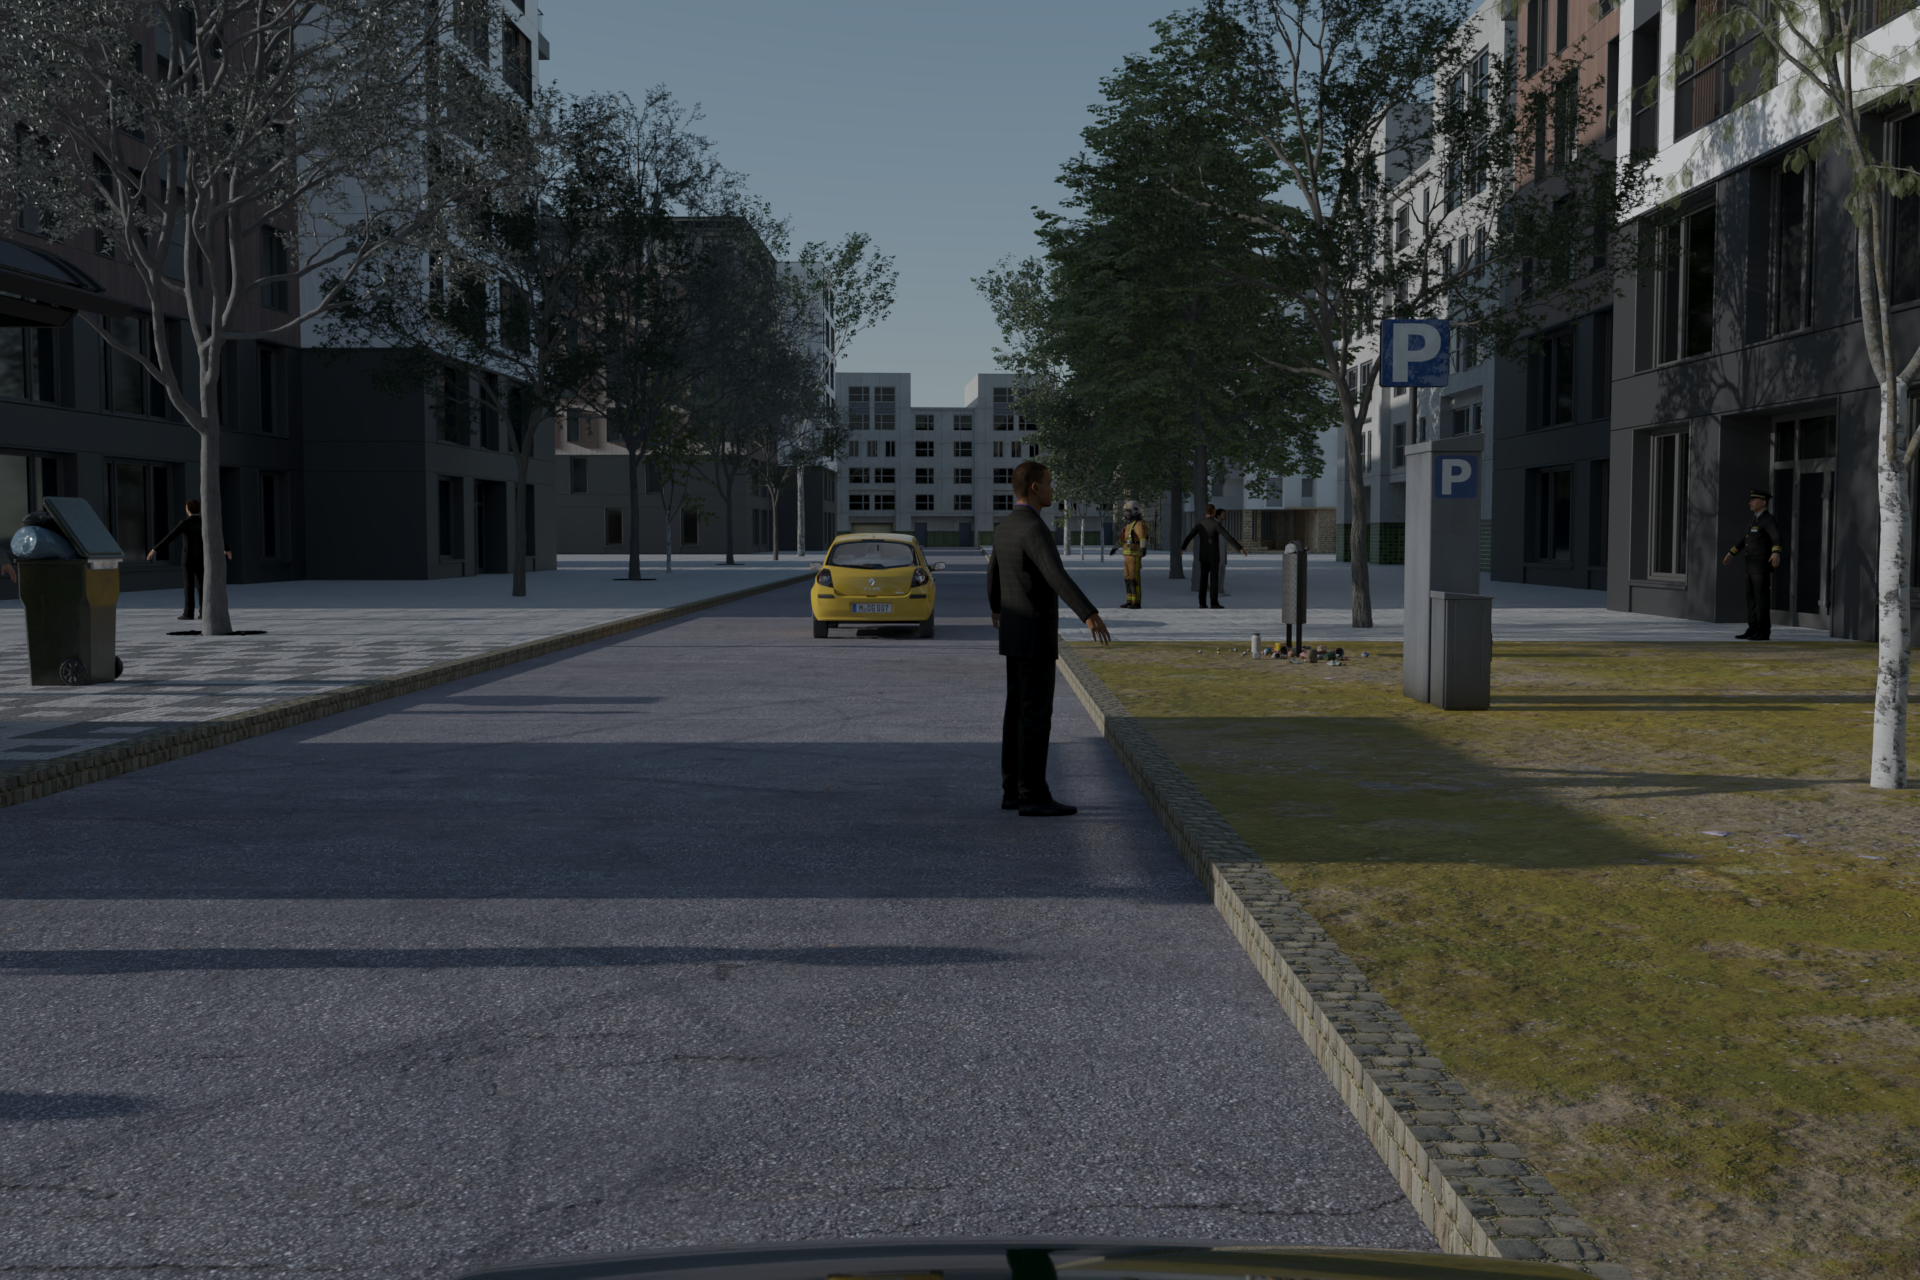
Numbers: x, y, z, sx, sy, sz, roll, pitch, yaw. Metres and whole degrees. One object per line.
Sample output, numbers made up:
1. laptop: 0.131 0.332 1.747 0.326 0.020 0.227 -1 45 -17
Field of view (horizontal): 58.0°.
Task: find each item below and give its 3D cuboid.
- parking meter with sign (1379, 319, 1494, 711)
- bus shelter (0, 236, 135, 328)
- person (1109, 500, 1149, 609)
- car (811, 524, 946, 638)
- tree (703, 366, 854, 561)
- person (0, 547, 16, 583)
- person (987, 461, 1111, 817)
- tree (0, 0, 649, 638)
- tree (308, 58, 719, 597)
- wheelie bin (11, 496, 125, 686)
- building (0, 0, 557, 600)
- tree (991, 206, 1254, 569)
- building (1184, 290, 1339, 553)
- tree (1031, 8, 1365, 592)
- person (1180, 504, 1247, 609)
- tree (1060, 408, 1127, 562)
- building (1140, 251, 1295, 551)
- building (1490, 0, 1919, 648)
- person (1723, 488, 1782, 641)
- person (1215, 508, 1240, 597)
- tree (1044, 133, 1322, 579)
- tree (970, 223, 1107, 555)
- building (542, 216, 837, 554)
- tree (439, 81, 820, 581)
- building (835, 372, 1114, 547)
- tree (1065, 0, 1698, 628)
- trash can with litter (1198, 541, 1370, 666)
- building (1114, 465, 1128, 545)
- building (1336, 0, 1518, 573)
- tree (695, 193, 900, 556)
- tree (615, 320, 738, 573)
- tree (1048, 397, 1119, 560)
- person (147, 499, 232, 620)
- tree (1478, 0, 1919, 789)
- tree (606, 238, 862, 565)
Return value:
1. parking meter with sign: 3.692 -1.044 13.322 0.543 3.016 1.738 0 4 0
2. bus shelter: -6.777 -0.939 9.269 2.014 3.302 5.546 0 4 2
3. person: 2.938 -1.463 29.693 0.705 1.858 1.354 -1 4 -19
4. car: -1.210 -0.918 25.240 2.015 1.641 3.980 0 4 -1
5. tree: -8.760 -9.148 83.990 8.767 10.594 7.601 2 4 26
6. person: -8.184 -0.460 13.789 1.348 1.796 0.705 0 4 -5
7. person: 0.386 -0.014 8.911 0.704 1.802 1.346 -1 4 -21
8. tree: -9.531 -6.799 21.526 12.009 13.543 11.850 0 3 0
9. tree: -9.061 -6.151 34.979 8.767 10.594 7.601 0 4 -6
10. wheelie bin: -7.640 -0.422 14.813 0.693 1.594 0.980 0 4 1
11. building: -28.713 -12.324 45.478 27.936 21.610 32.646 0 4 1
12. tree: 6.310 -9.609 63.757 9.857 13.997 8.962 0 3 0
13. building: 22.015 -16.656 128.743 16.016 20.090 11.380 0 4 1
14. tree: 4.993 -7.365 38.546 7.486 12.596 7.792 0 3 0
15. person: 4.308 -1.440 29.762 1.346 1.802 0.704 3 5 42
16. tree: 6.608 -7.839 78.533 4.360 8.622 3.978 0 3 0
17. building: 24.547 -18.927 140.386 19.493 23.208 18.063 0 3 0
18. building: 24.869 -11.416 30.622 27.936 21.610 32.646 0 4 1
19. person: 9.638 -0.919 20.962 0.705 1.837 1.347 0 4 0
20. person: 5.363 -1.800 35.618 0.705 1.806 1.347 2 4 35
21. tree: 6.263 -7.991 48.774 7.486 12.596 7.792 0 3 0
22. tree: 7.288 -15.081 102.458 12.611 20.169 13.585 0 3 0
23. building: -24.248 -17.371 127.989 27.936 21.610 32.646 0 4 0
24. tree: -8.940 -8.381 47.407 12.009 13.543 11.850 0 3 0
25. building: 1.267 -20.088 197.354 31.486 18.905 16.747 0 4 -5
26. tree: 5.586 -5.466 23.786 8.767 10.594 7.601 0 4 7
27. trash can with litter: 3.427 -0.417 17.873 1.678 1.210 2.233 0 4 -1
28. building: 25.329 -20.832 171.531 19.493 23.208 18.063 0 4 0
29. building: 25.776 -12.090 64.134 16.747 18.905 31.486 0 4 0
30. tree: -10.589 -14.852 98.715 12.611 20.169 13.585 0 3 0
31. tree: -9.444 -6.481 56.328 4.737 8.622 4.395 0 3 0
32. tree: 6.077 -8.254 85.318 4.737 8.622 4.395 0 3 0
33. person: -11.497 -1.210 25.973 0.705 1.806 1.347 2 4 34
34. tree: 4.912 -3.566 8.660 4.360 8.622 3.978 0 3 0
35. tree: -9.627 -9.851 71.439 12.009 13.543 11.850 0 3 0
